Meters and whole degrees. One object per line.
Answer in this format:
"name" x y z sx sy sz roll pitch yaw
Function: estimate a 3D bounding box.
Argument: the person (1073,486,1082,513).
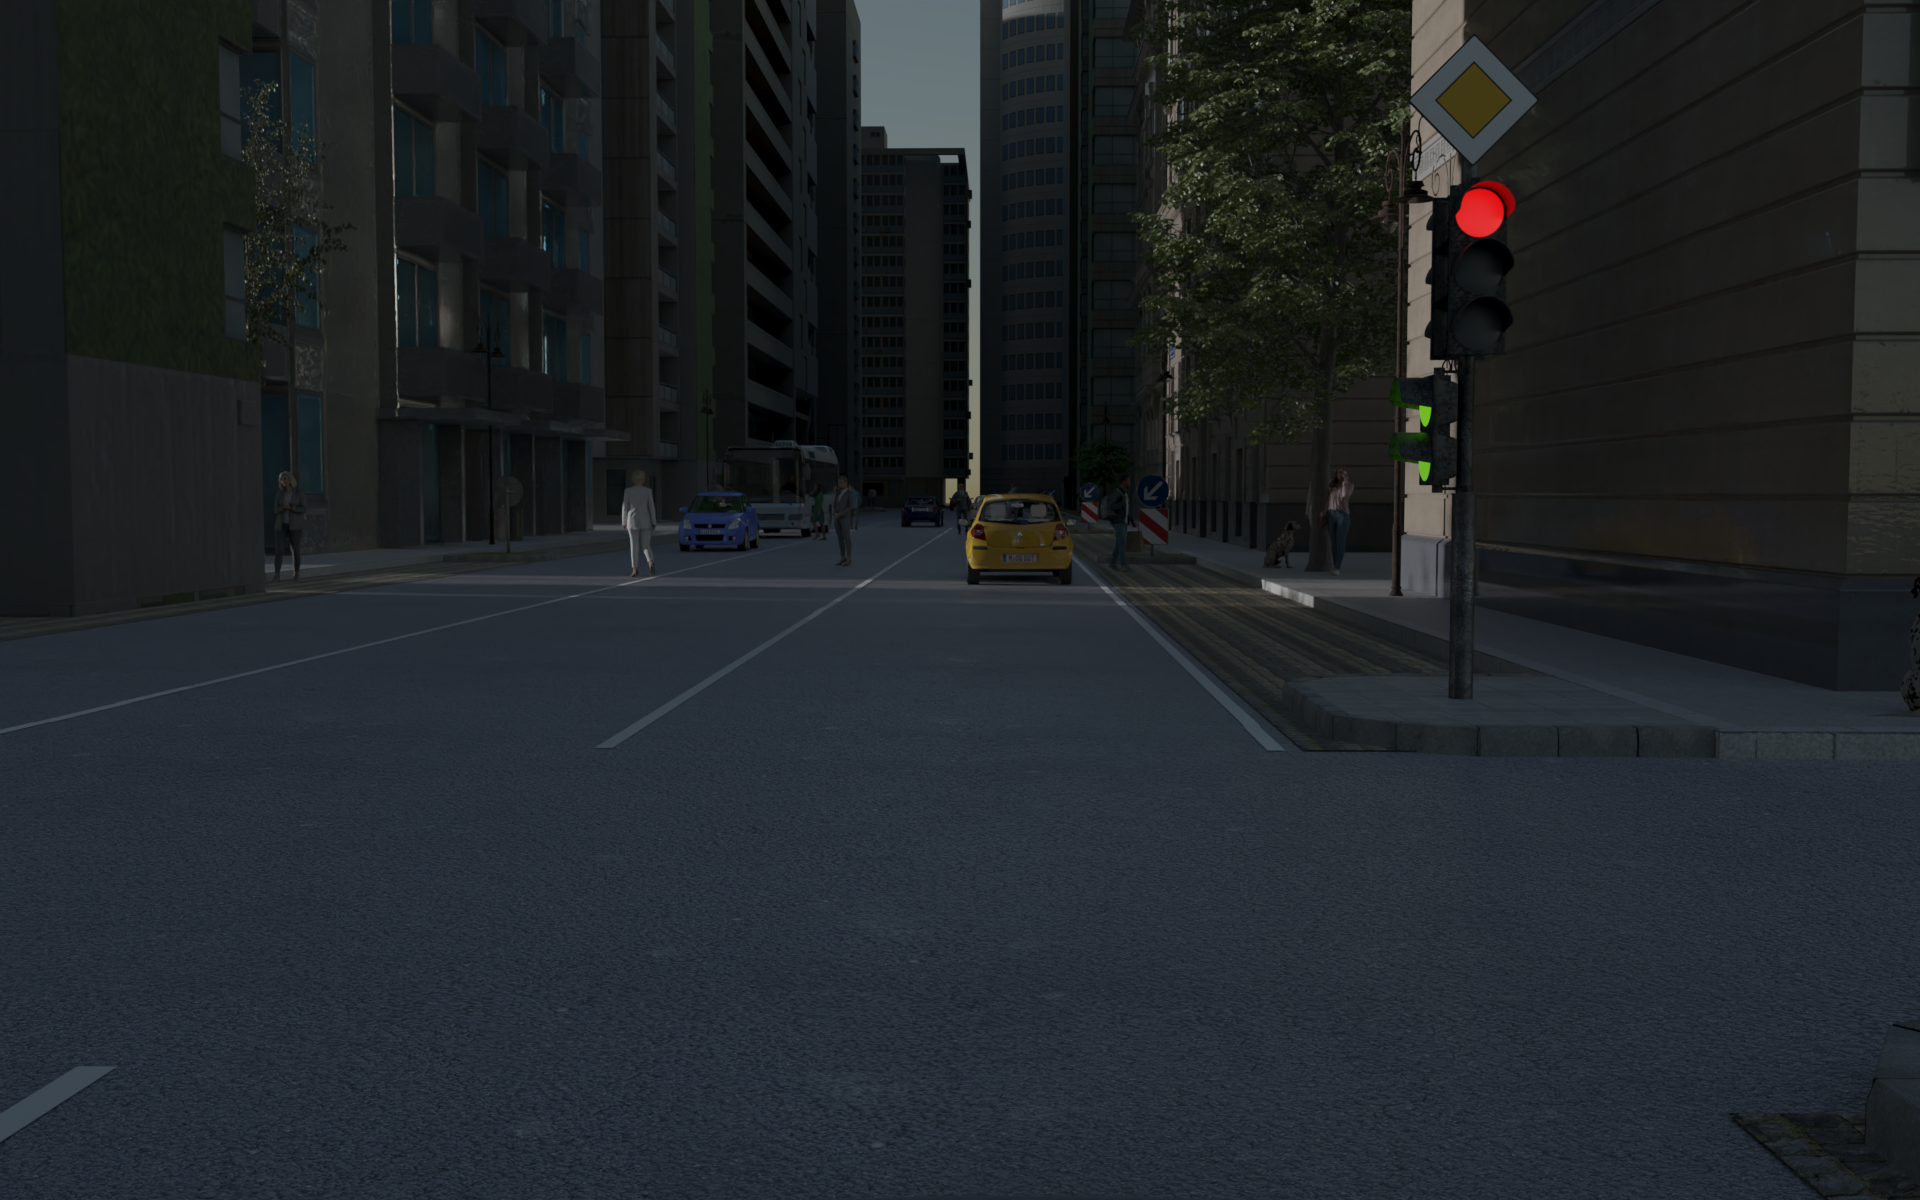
"person" 8.192 -6.747 116.499 0.705 1.807 1.348 -3 5 -45

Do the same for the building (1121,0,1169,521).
"building" 14.436 -17.494 73.411 14.401 28.519 23.554 0 4 2

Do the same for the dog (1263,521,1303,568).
"dog" 5.497 -0.965 30.151 0.513 0.831 0.800 -3 4 -36

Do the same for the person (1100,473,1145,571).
"person" 3.003 -1.429 31.851 0.713 1.824 0.794 3 5 44

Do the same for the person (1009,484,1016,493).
"person" 2.101 -3.789 70.317 0.748 1.841 0.638 3 5 39

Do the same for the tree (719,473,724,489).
"tree" -10.996 -5.509 84.667 1.663 3.219 1.824 0 3 0

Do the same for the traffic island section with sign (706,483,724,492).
"traffic island section with sign" -9.055 -3.383 63.933 1.989 1.847 2.006 0 4 2

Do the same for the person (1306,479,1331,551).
"person" 6.349 -1.501 30.467 0.514 1.842 0.818 0 4 1

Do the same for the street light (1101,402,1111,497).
"street light" 7.184 -6.893 85.488 0.468 5.910 1.993 0 4 2

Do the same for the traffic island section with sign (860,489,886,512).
"traffic island section with sign" -7.044 -8.030 139.918 1.989 1.847 2.006 0 4 2

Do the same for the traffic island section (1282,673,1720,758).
"traffic island section" 3.167 0.697 10.886 2.009 0.180 2.903 0 4 2

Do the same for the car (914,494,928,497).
"car" -3.517 -8.960 158.503 2.014 1.417 4.499 0 4 0

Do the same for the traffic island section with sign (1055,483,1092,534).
"traffic island section with sign" 4.558 -3.323 62.962 1.989 1.847 2.006 0 4 2

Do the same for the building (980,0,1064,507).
"building" 16.127 -38.985 179.402 28.212 58.520 21.231 0 4 2

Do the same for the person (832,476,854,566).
"person" -2.388 -1.591 34.793 0.520 1.790 0.573 1 4 21

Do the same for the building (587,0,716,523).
"building" -19.229 -24.107 77.738 14.154 41.232 14.086 0 4 2

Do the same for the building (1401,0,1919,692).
"building" 15.576 -14.093 16.330 20.117 28.700 13.634 0 4 2

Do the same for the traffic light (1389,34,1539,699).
"traffic light" 3.128 -1.336 10.773 0.839 4.253 0.868 0 4 2

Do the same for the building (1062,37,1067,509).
"building" 16.091 -28.773 154.035 14.154 41.232 14.086 0 4 2

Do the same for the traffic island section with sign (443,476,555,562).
"traffic island section with sign" -9.758 -1.734 36.987 1.989 1.847 2.006 0 4 2

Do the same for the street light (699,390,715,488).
"street light" -11.032 -6.294 75.692 0.468 5.910 1.993 0 4 2

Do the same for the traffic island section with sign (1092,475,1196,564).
"traffic island section with sign" 3.841 -1.675 36.017 1.989 1.847 2.006 0 4 2

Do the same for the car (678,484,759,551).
"car" -6.168 -2.133 44.471 1.945 1.707 3.694 0 3 0

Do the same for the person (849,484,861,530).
"person" -4.296 -3.723 69.229 0.638 1.841 0.748 0 4 -3

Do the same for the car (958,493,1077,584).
"car" 0.963 -1.142 28.890 2.015 1.641 3.980 0 4 1

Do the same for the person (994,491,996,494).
"person" 3.305 -9.247 160.415 1.217 1.736 0.721 -2 4 -31

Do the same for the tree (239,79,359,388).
"tree" -12.674 -4.869 29.973 4.360 8.622 3.978 0 3 0

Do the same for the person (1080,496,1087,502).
"person" 7.791 -6.104 106.782 0.756 1.711 0.436 -1 4 -19

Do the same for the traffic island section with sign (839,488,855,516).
"traffic island section with sign" -7.754 -6.382 112.972 1.989 1.847 2.006 0 4 2

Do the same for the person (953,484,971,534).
"person" 0.080 -3.234 61.545 0.661 1.801 0.590 -1 4 -11

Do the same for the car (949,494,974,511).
"car" 0.075 -8.561 149.015 2.155 1.783 4.494 0 4 3

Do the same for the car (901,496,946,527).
"car" -1.627 -3.891 76.195 1.945 1.354 3.894 0 4 2

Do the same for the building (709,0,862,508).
"building" -20.001 -32.311 151.989 21.600 48.544 21.300 0 4 2

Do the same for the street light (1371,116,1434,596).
"street light" 5.493 -2.988 21.634 0.468 5.910 1.993 0 4 2

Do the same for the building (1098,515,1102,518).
"building" 14.187 -25.321 97.600 14.154 41.232 14.086 0 4 2

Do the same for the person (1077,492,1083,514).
"person" 7.981 -6.493 112.195 0.705 1.826 1.348 -3 4 -39

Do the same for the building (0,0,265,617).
"building" -17.281 -20.406 17.237 14.154 41.232 14.086 0 4 2

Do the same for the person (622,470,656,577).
"person" -5.458 -1.297 29.589 0.514 1.842 0.818 -2 4 -30

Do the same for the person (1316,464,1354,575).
"person" 5.997 -1.277 27.506 0.593 1.750 0.643 3 5 40

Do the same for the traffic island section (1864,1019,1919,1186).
"traffic island section" 2.957 1.185 2.903 2.009 0.180 2.903 0 4 2

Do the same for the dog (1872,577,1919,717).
"dog" 5.591 0.260 10.134 0.800 0.831 0.513 -1 4 -22

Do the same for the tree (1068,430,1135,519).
"tree" 7.273 -6.421 88.703 4.285 4.588 4.351 0 3 0

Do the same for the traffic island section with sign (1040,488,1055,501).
"traffic island section with sign" 5.877 -6.399 113.243 1.989 1.847 2.006 0 4 2

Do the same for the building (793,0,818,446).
"building" -24.545 -32.535 121.181 28.713 52.752 27.495 0 4 2

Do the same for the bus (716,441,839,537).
"bus" -6.145 -4.039 60.896 2.948 3.499 13.247 0 4 1

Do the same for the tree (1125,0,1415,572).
"tree" 6.377 -6.750 28.491 7.486 12.596 7.792 0 3 0

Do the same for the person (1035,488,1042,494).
"person" 4.705 -5.827 103.869 1.348 1.812 0.705 0 4 1

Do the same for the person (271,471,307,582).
"person" -10.881 -1.189 28.119 0.537 1.800 0.526 0 4 3

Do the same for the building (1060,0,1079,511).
"building" 15.484 -29.951 139.805 14.600 45.320 14.200 0 4 2

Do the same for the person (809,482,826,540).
"person" -4.357 -2.740 53.553 0.529 1.795 0.600 -2 4 -27

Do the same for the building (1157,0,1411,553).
"building" 12.676 -15.407 49.173 12.463 27.353 25.104 0 4 2

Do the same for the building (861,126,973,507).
"building" -10.753 -30.195 185.566 23.993 40.220 32.217 0 4 2

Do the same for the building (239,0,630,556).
"building" -22.898 -26.163 47.371 23.786 49.044 30.456 0 4 2

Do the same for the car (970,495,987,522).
"car" 1.447 -4.252 81.880 2.083 1.381 4.827 0 4 3

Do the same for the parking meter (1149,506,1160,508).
"parking meter" 5.711 -2.609 51.061 0.372 1.533 0.369 0 3 0

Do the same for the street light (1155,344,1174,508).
"street light" 6.320 -4.945 53.640 0.468 5.910 1.993 0 4 2

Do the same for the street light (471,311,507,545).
"street light" -11.895 -4.346 43.845 0.468 5.910 1.993 0 4 2

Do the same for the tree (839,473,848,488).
"tree" -10.480 -8.936 140.708 1.663 3.219 1.824 0 3 0
